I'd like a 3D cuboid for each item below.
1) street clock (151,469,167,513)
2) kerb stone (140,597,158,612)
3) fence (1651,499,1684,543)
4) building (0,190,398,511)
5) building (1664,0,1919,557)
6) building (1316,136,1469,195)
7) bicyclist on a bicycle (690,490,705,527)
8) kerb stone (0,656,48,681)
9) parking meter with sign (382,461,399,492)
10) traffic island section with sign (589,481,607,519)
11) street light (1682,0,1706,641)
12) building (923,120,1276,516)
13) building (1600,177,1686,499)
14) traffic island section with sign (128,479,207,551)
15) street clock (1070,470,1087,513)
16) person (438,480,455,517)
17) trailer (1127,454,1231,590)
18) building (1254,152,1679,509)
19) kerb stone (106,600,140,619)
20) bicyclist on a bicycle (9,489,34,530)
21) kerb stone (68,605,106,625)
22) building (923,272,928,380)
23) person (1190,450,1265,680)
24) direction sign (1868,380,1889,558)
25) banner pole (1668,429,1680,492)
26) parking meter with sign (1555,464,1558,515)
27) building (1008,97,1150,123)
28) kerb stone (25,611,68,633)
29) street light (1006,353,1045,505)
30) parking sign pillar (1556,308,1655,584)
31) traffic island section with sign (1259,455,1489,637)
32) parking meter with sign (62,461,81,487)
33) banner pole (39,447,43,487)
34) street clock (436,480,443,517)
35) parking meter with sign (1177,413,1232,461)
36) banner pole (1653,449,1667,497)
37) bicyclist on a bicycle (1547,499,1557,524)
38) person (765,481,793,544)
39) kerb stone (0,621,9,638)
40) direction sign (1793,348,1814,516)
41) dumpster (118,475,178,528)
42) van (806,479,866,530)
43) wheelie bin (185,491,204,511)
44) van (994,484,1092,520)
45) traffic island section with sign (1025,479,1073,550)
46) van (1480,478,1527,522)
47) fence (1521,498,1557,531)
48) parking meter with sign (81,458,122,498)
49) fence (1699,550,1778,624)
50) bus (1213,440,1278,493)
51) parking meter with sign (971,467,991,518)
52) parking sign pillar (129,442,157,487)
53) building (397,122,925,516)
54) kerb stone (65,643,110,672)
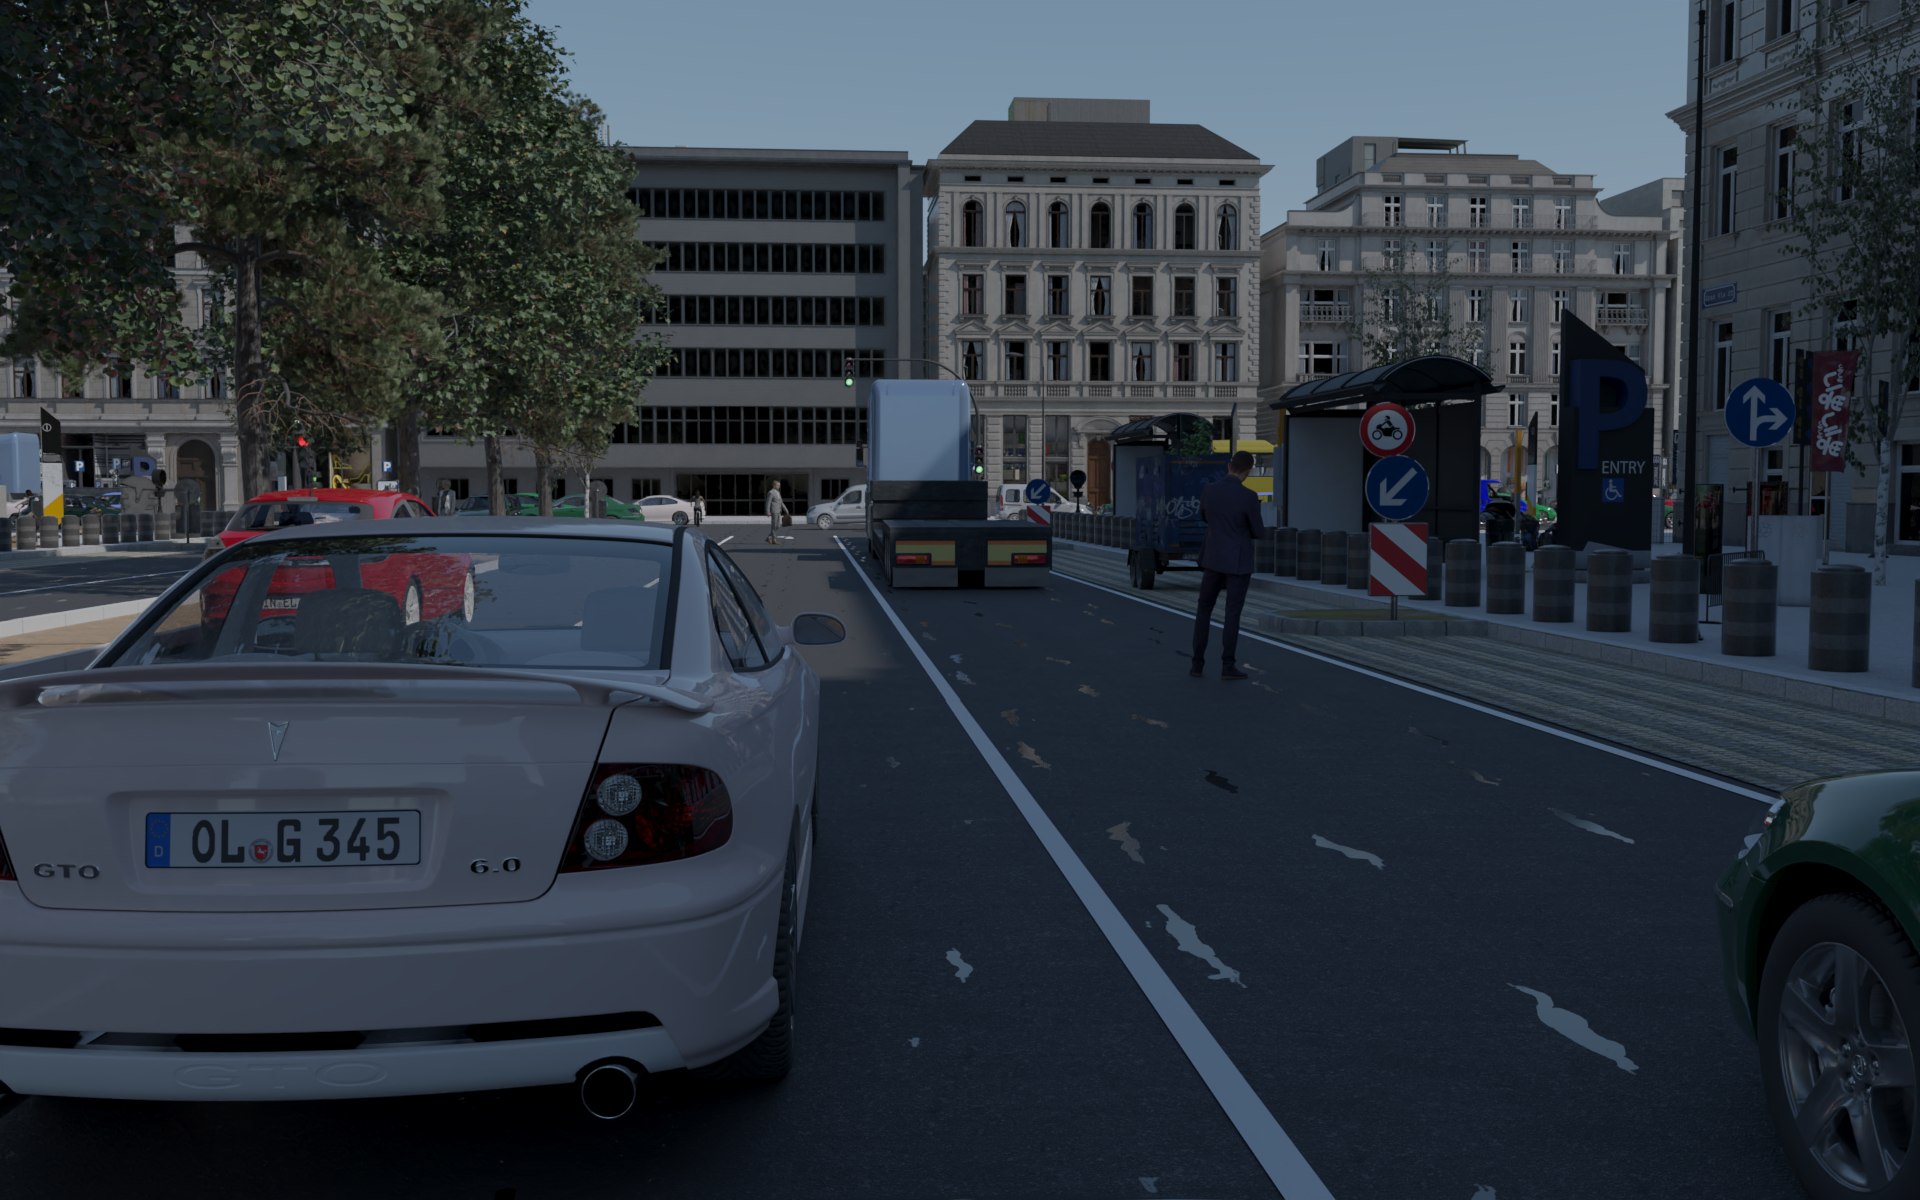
[{"bbox_3d":[-23.195,-2.791,50.202,0.358,2.002,0.471,0,4,1],"label":"street clock"},{"bbox_3d":[-9.948,0.066,21.246,0.120,0.150,1.000,0,4,-5],"label":"kerb stone"},{"bbox_3d":[17.176,-1.925,42.674,2.264,1.192,0.480,0,4,-1],"label":"fence"},{"bbox_3d":[-52.485,-15.228,99.895,40.483,20.767,10.553,0,4,-5],"label":"building"},{"bbox_3d":[25.411,-14.426,33.135,12.463,27.353,25.104,0,4,-5],"label":"building"},{"bbox_3d":[49.905,-31.659,201.218,14.086,41.232,14.154,0,4,-5],"label":"building"},{"bbox_3d":[-11.363,-3.977,75.046,1.499,1.676,1.625,0,4,-5],"label":"bicyclist on a bicycle"},{"bbox_3d":[-7.122,0.548,13.241,0.120,0.150,1.000,0,4,-5],"label":"kerb stone"},{"bbox_3d":[-29.995,-5.868,92.210,1.738,3.016,0.543,3,4,36],"label":"parking meter with sign"},{"bbox_3d":[-12.155,-3.030,57.669,2.006,1.907,1.989,0,4,-5],"label":"traffic island section with sign"},{"bbox_3d":[5.888,-2.604,15.113,1.470,5.913,1.316,0,4,-5],"label":"street light"},{"bbox_3d":[7.631,-16.840,104.206,19.941,23.489,11.050,0,4,-5],"label":"building"},{"bbox_3d":[50.445,-15.539,108.821,16.860,20.320,10.420,0,4,-5],"label":"building"},{"bbox_3d":[-19.897,-2.180,44.267,1.989,1.847,2.006,0,4,-5],"label":"traffic island section with sign"},{"bbox_3d":[3.523,-2.883,51.700,0.471,2.002,0.358,1,4,16],"label":"street clock"},{"bbox_3d":[-14.505,-2.483,48.969,0.514,1.842,0.818,0,4,-7],"label":"person"},{"bbox_3d":[3.317,-1.213,26.876,1.471,1.999,3.904,0,4,-3],"label":"trailer"},{"bbox_3d":[29.975,-16.281,107.996,24.055,21.916,13.314,0,4,-5],"label":"building"},{"bbox_3d":[-9.852,0.125,20.215,0.120,0.150,1.000,0,4,-5],"label":"kerb stone"},{"bbox_3d":[-36.717,-3.560,68.221,1.625,1.676,1.499,0,4,-6],"label":"bicyclist on a bicycle"},{"bbox_3d":[-9.758,0.187,19.193,0.120,0.150,1.000,0,4,-5],"label":"kerb stone"},{"bbox_3d":[3.311,-35.691,275.420,23.993,40.220,32.217,0,4,-5],"label":"building"},{"bbox_3d":[2.106,-0.282,13.559,0.683,1.767,0.568,2,4,34],"label":"person"},{"bbox_3d":[18.478,-2.614,34.737,0.379,3.537,0.876,3,4,38],"label":"direction sign"},{"bbox_3d":[24.637,-4.212,58.882,0.863,3.779,0.401,2,4,23],"label":"banner pole"},{"bbox_3d":[35.767,-6.428,101.365,1.738,3.016,0.543,2,4,33],"label":"parking meter with sign"},{"bbox_3d":[11.807,-30.508,182.399,14.154,41.232,14.086,0,4,-5],"label":"building"},{"bbox_3d":[-9.665,0.246,18.171,0.120,0.150,1.000,0,4,-5],"label":"kerb stone"},{"bbox_3d":[2.203,-5.172,57.108,1.470,5.913,1.316,0,4,-5],"label":"street light"},{"bbox_3d":[9.428,-2.251,25.281,1.447,3.967,1.447,-1,4,-11],"label":"parking sign pillar"},{"bbox_3d":[4.243,-0.589,18.253,1.989,1.847,2.006,0,4,-5],"label":"traffic island section with sign"},{"bbox_3d":[-47.068,-5.822,91.452,1.738,3.016,0.543,2,4,23],"label":"parking meter with sign"},{"bbox_3d":[-42.912,-5.576,81.180,0.401,3.779,0.863,2,4,24],"label":"banner pole"},{"bbox_3d":[-25.917,-5.002,86.358,0.358,2.002,0.471,-2,4,-35],"label":"street clock"},{"bbox_3d":[5.559,-2.521,37.477,1.738,3.016,0.543,0,4,8],"label":"parking meter with sign"},{"bbox_3d":[38.640,-6.472,95.838,0.401,3.779,0.863,-2,4,-31],"label":"banner pole"},{"bbox_3d":[29.010,-4.525,83.997,1.625,1.676,1.499,0,4,-6],"label":"bicyclist on a bicycle"},{"bbox_3d":[-5.239,-2.491,49.347,0.853,1.813,0.709,1,4,22],"label":"person"},{"bbox_3d":[-9.574,0.314,17.147,0.120,0.150,1.000,0,4,-5],"label":"kerb stone"},{"bbox_3d":[13.285,-2.161,27.335,0.379,3.537,0.876,3,5,41],"label":"direction sign"},{"bbox_3d":[-25.638,-2.995,54.730,1.264,1.857,1.865,0,4,-5],"label":"dumpster"},{"bbox_3d":[-4.162,-3.844,69.853,4.112,2.044,2.013,0,4,-5],"label":"van"},{"bbox_3d":[-36.538,-4.568,82.597,0.980,1.594,0.693,1,4,18],"label":"wheelie bin"},{"bbox_3d":[3.516,-4.020,72.745,4.112,2.044,2.013,0,4,-6],"label":"van"},{"bbox_3d":[1.828,-2.231,45.100,1.989,1.847,2.006,0,4,-5],"label":"traffic island section with sign"},{"bbox_3d":[20.480,-4.033,70.328,5.245,2.365,2.240,0,4,-7],"label":"van"},{"bbox_3d":[19.518,-2.836,57.564,2.264,1.192,0.480,1,4,18],"label":"fence"},{"bbox_3d":[-41.016,-5.302,82.950,0.543,3.016,1.738,1,4,23],"label":"parking meter with sign"},{"bbox_3d":[8.024,-0.154,17.890,0.278,0.683,2.069,3,5,39],"label":"fence"},{"bbox_3d":[15.225,-5.393,79.720,12.252,3.916,2.896,0,4,-4],"label":"bus"},{"bbox_3d":[1.185,-5.969,93.858,0.543,3.016,1.738,-1,4,-22],"label":"parking meter with sign"},{"bbox_3d":[-42.718,-6.255,90.741,1.447,3.967,1.447,-3,5,-41],"label":"parking sign pillar"},{"bbox_3d":[-17.482,-17.447,104.324,30.058,24.678,14.314,0,4,-5],"label":"building"},{"bbox_3d":[-7.208,0.486,14.263,0.120,0.150,1.000,0,4,-5],"label":"kerb stone"}]
